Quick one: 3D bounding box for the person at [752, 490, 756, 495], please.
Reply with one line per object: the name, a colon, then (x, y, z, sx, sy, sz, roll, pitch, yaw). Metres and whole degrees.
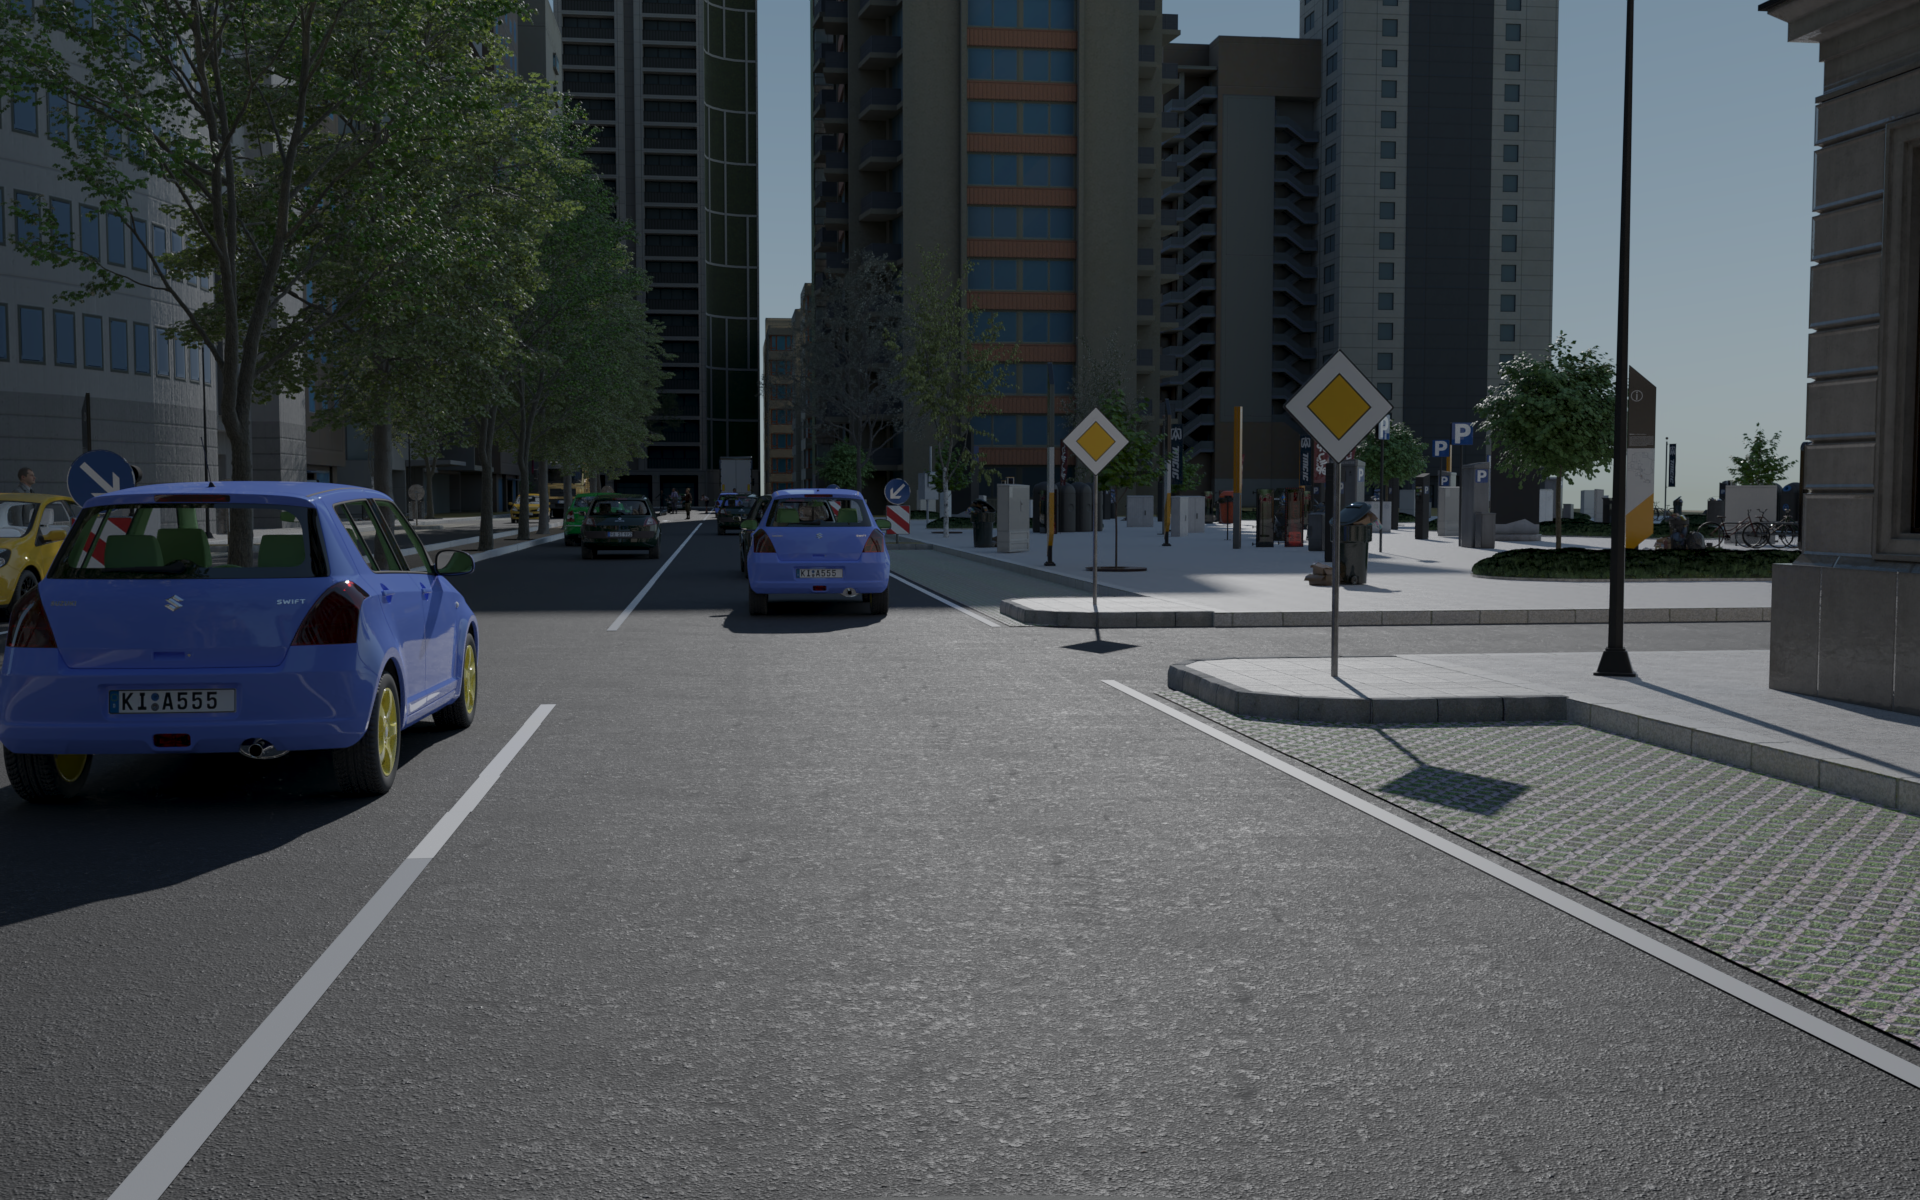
person: (-20.447, -9.917, 170.724, 1.350, 1.814, 0.705, -2, 4, -35)

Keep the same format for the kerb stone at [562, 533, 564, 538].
kerb stone: (-12.828, -2.034, 55.445, 0.120, 0.150, 1.000, 0, 4, -8)

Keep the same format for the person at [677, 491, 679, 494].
person: (-26.227, -9.266, 160.722, 1.217, 1.743, 0.721, -2, 4, -25)

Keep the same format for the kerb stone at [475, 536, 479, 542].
kerb stone: (-14.351, -1.766, 51.071, 0.120, 0.150, 1.000, 0, 4, -8)

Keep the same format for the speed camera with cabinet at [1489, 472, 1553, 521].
speed camera with cabinet: (18.491, -3.843, 57.175, 2.038, 3.252, 0.660, 0, 4, -5)

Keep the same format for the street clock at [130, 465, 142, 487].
street clock: (-20.793, -2.380, 43.489, 0.471, 2.002, 0.358, 0, 4, -2)

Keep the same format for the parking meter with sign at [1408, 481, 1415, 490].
parking meter with sign: (24.617, -5.915, 92.972, 0.543, 3.016, 1.738, -2, 4, -26)

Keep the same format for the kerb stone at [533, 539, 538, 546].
kerb stone: (-11.726, -1.533, 47.323, 0.120, 0.150, 1.000, 0, 4, -8)

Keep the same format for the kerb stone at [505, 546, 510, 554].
kerb stone: (-10.909, -1.165, 41.242, 0.120, 0.150, 1.000, 0, 4, -8)

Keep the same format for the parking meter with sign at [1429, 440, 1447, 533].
parking meter with sign: (15.887, -3.679, 56.417, 0.543, 3.016, 1.738, 2, 4, 31)

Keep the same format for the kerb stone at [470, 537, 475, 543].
kerb stone: (-14.212, -1.701, 50.059, 0.120, 0.150, 1.000, 0, 4, -8)

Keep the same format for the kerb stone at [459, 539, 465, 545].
kerb stone: (-13.945, -1.580, 48.027, 0.120, 0.150, 1.000, 0, 4, -8)

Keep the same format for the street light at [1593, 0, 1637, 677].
street light: (4.115, -2.417, 12.058, 1.470, 5.913, 1.316, 0, 4, -8)

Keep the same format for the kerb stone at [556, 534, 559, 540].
kerb stone: (-12.547, -1.910, 53.419, 0.120, 0.150, 1.000, 0, 4, -8)

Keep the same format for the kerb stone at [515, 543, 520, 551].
kerb stone: (-11.185, -1.286, 43.270, 0.120, 0.150, 1.000, 0, 4, -8)

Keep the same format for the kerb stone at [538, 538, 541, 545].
kerb stone: (-11.866, -1.597, 48.336, 0.120, 0.150, 1.000, 0, 4, -8)

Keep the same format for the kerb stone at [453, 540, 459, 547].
kerb stone: (-13.801, -1.518, 47.010, 0.120, 0.150, 1.000, 0, 4, -8)

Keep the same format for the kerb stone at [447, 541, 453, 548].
kerb stone: (-13.673, -1.452, 45.996, 0.120, 0.150, 1.000, 0, 4, -8)

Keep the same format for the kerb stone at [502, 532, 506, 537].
kerb stone: (-15.181, -2.138, 57.153, 0.120, 0.150, 1.000, 0, 4, -8)

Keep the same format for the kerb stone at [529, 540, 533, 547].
kerb stone: (-11.598, -1.475, 46.309, 0.120, 0.150, 1.000, 0, 4, -8)

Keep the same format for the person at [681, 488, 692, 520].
person: (-15.378, -5.402, 97.338, 0.721, 1.766, 1.217, -3, 4, -36)

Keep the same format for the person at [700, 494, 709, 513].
person: (-19.028, -7.185, 129.158, 0.628, 1.438, 0.799, 0, 4, -5)

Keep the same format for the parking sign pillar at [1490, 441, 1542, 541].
parking sign pillar: (15.237, -3.612, 47.536, 1.447, 3.967, 1.447, 1, 4, 16)

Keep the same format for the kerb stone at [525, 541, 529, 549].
kerb stone: (-11.455, -1.413, 45.296, 0.120, 0.150, 1.000, 0, 4, -8)

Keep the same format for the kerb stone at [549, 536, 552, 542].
kerb stone: (-12.282, -1.786, 51.392, 0.120, 0.150, 1.000, 0, 4, -8)

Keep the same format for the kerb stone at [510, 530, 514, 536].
kerb stone: (-15.454, -2.263, 59.198, 0.120, 0.150, 1.000, 0, 4, -8)

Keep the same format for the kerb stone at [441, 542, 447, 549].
kerb stone: (-13.533, -1.392, 44.984, 0.120, 0.150, 1.000, 0, 4, -8)

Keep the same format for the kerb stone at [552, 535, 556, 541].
kerb stone: (-12.411, -1.848, 52.406, 0.120, 0.150, 1.000, 0, 4, -8)

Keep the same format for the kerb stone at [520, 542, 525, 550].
kerb stone: (-11.311, -1.351, 44.284, 0.120, 0.150, 1.000, 0, 4, -8)

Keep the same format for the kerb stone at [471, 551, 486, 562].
kerb stone: (-10.359, -0.911, 37.174, 0.120, 0.150, 1.000, 0, 4, -8)

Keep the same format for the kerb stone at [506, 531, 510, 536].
kerb stone: (-15.314, -2.201, 58.174, 0.120, 0.150, 1.000, 0, 4, -8)

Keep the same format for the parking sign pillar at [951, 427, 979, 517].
parking sign pillar: (0.202, -4.996, 70.155, 1.447, 3.967, 1.447, -3, 4, -38)

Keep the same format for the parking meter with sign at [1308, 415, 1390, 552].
parking meter with sign: (8.602, -2.584, 38.508, 1.738, 3.016, 0.543, 3, 4, 38)

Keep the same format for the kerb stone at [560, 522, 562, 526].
kerb stone: (-17.784, -3.321, 76.490, 0.120, 0.150, 1.000, 0, 4, -8)

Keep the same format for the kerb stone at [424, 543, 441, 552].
kerb stone: (-13.394, -1.332, 43.970, 0.120, 0.150, 1.000, 0, 4, -8)

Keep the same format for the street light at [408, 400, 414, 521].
street light: (-25.416, -6.677, 81.704, 1.470, 5.913, 1.316, 0, 4, -8)

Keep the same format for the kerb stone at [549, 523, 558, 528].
kerb stone: (-17.513, -3.196, 74.451, 0.120, 0.150, 1.000, 0, 4, -8)

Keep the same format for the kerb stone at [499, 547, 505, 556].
kerb stone: (-10.763, -1.103, 40.223, 0.120, 0.150, 1.000, 0, 4, -8)

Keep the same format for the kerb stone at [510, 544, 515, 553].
kerb stone: (-11.046, -1.227, 42.255, 0.120, 0.150, 1.000, 0, 4, -8)

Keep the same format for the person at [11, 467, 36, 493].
person: (-13.227, -0.979, 24.612, 0.767, 1.812, 0.694, -1, 4, -11)

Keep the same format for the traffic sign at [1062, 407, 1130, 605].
traffic sign: (1.562, -1.003, 20.037, 0.795, 2.450, 0.064, 0, 4, -8)

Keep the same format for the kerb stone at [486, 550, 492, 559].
kerb stone: (-10.497, -0.964, 38.194, 0.120, 0.150, 1.000, 0, 4, -8)

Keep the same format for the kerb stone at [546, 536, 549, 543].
kerb stone: (-12.140, -1.723, 50.374, 0.120, 0.150, 1.000, 0, 4, -8)

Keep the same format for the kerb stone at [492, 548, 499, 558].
kerb stone: (-10.631, -1.041, 39.210, 0.120, 0.150, 1.000, 0, 4, -8)

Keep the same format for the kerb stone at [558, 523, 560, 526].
kerb stone: (-17.653, -3.250, 75.468, 0.120, 0.150, 1.000, 0, 4, -8)

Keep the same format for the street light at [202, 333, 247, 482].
street light: (-21.125, -4.724, 49.773, 1.470, 5.913, 1.316, 0, 4, -8)

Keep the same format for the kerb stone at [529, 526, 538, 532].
kerb stone: (-16.552, -2.760, 67.325, 0.120, 0.150, 1.000, 0, 4, -8)

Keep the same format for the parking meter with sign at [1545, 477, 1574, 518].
parking meter with sign: (26.234, -4.908, 76.507, 1.738, 3.016, 0.543, 3, 5, 43)

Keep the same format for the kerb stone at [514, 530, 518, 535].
kerb stone: (-15.585, -2.322, 60.212, 0.120, 0.150, 1.000, 0, 4, -8)

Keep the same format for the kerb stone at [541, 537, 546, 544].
kerb stone: (-11.997, -1.661, 49.350, 0.120, 0.150, 1.000, 0, 4, -8)

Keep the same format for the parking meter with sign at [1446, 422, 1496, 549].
parking meter with sign: (12.314, -2.762, 41.415, 0.543, 3.016, 1.738, 0, 4, -7)

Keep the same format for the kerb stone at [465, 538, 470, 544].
kerb stone: (-14.081, -1.642, 49.040, 0.120, 0.150, 1.000, 0, 4, -8)

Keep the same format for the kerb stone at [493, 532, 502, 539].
kerb stone: (-15.040, -2.076, 56.141, 0.120, 0.150, 1.000, 0, 4, -8)

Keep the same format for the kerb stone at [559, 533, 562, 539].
kerb stone: (-12.691, -1.972, 54.431, 0.120, 0.150, 1.000, 0, 4, -8)

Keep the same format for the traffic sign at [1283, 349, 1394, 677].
traffic sign: (2.632, -0.519, 12.124, 0.795, 2.450, 0.064, 0, 4, -8)

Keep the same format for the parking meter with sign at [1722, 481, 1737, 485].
parking meter with sign: (43.500, -6.220, 97.963, 1.738, 3.016, 0.543, 0, 4, 1)

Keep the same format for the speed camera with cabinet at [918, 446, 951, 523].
speed camera with cabinet: (-0.748, -4.781, 72.511, 2.038, 3.252, 0.660, -2, 4, -33)
